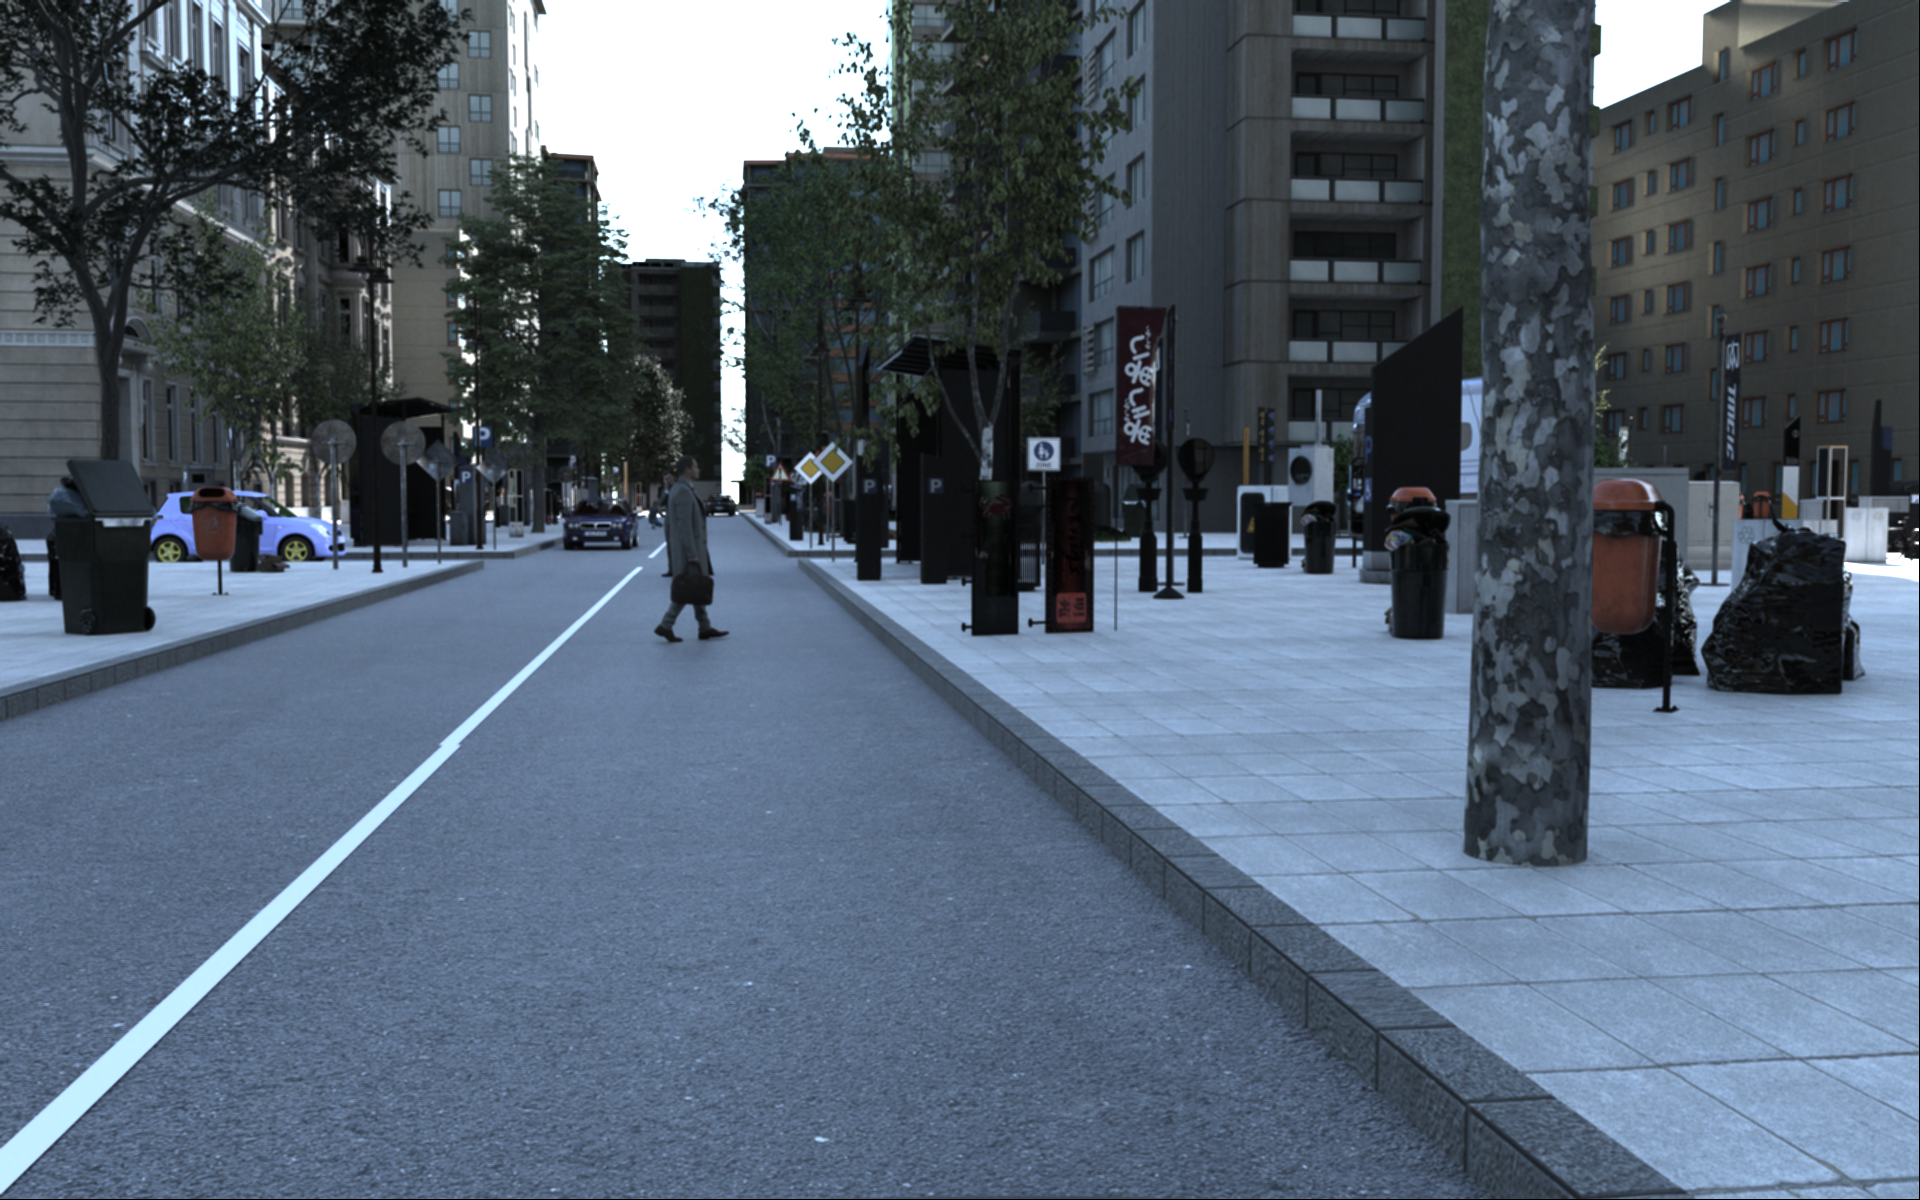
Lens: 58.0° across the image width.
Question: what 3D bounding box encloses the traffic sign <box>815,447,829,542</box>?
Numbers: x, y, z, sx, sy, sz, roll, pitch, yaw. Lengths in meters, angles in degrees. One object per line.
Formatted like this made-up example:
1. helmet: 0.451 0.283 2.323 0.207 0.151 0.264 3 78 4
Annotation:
1. traffic sign: -3.571 -2.849 46.683 0.768 2.556 0.104 0 4 -2

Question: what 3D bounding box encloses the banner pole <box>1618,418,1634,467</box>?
1. banner pole: 21.759 -4.072 56.587 0.863 3.779 0.401 -2 4 -31

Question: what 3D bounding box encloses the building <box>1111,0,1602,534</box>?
1. building: 12.435 -23.032 60.167 14.086 41.232 14.154 0 4 -8

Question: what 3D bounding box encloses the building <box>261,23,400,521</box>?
1. building: -36.042 -16.216 84.224 14.460 24.649 34.723 0 4 -8

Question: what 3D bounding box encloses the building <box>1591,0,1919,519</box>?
1. building: 44.257 -13.806 70.774 28.899 21.520 27.650 0 4 -8

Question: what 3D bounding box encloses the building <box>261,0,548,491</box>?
1. building: -53.373 -34.951 160.681 27.495 52.752 28.713 0 4 -8

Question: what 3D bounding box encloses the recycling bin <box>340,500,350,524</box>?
1. recycling bin: -26.253 -3.800 74.684 0.722 1.027 0.722 0 4 -6

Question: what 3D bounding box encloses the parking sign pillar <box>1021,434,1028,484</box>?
1. parking sign pillar: 2.105 -5.051 71.048 1.447 3.967 1.447 1 4 17

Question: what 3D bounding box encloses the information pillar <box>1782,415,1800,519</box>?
1. information pillar: 24.658 -3.671 51.372 0.504 3.616 0.183 -1 4 -12

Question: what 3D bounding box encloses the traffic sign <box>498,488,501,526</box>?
1. traffic sign: -18.275 -4.194 68.684 0.768 2.556 0.104 0 4 -3

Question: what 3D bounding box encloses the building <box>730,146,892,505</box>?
1. building: -14.925 -34.641 220.997 28.867 44.769 22.147 0 4 -8

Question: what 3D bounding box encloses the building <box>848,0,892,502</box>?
1. building: 1.503 -52.117 164.783 22.319 86.520 31.000 0 4 -8

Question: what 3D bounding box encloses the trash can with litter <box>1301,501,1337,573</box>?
1. trash can with litter: 5.754 -1.027 28.180 0.624 1.170 1.055 0 4 -1

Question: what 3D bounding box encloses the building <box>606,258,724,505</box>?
1. building: -36.536 -27.113 214.992 14.107 30.474 14.160 0 4 -8

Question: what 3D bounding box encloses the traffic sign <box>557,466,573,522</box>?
1. traffic sign: -17.918 -4.808 78.717 0.768 2.556 0.104 0 4 -2

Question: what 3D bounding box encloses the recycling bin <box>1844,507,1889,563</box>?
1. recycling bin: 16.929 -1.218 32.472 0.722 1.027 0.722 1 4 17

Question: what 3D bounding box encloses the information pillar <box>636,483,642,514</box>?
1. information pillar: -21.034 -6.671 113.557 0.304 2.012 0.304 1 4 13

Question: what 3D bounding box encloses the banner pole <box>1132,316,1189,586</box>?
1. banner pole: 2.795 -2.107 24.460 0.863 3.779 0.401 3 4 38

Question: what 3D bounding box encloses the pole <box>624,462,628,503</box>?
1. pole: -20.990 -7.030 108.782 0.158 3.312 0.155 0 3 0

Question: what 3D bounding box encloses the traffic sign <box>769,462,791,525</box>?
1. traffic sign: -7.338 -4.326 70.738 0.884 2.594 0.081 0 4 -5

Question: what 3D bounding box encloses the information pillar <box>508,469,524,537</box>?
1. information pillar: -13.178 -2.869 51.395 0.304 2.012 0.304 2 4 27

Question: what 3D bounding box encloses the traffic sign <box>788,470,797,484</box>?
1. traffic sign: -8.600 -5.528 90.490 0.768 2.556 0.104 0 4 -7

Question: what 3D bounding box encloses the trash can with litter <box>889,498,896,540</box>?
1. trash can with litter: -2.134 -2.303 49.036 1.055 1.170 0.624 3 4 38

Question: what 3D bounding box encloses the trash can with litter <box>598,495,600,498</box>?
1. trash can with litter: -21.042 -5.355 98.604 2.233 1.210 1.678 -1 4 -12

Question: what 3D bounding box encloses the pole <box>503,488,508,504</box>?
1. pole: -19.470 -4.912 74.148 0.158 3.312 0.155 0 3 0

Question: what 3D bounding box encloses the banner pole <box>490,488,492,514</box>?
1. banner pole: -29.899 -7.402 111.041 0.401 3.779 0.863 3 5 45

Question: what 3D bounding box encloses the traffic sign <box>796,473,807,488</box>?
1. traffic sign: -7.482 -4.862 81.616 0.606 2.300 0.079 0 4 0

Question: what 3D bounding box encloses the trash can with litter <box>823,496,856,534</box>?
1. trash can with litter: -3.577 -2.773 56.389 2.233 1.210 1.678 -2 4 -34

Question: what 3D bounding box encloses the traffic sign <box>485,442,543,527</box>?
1. traffic sign: -17.526 -4.542 68.131 2.265 3.308 0.079 0 4 -2

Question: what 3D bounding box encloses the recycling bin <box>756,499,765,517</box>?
1. recycling bin: -10.786 -5.082 95.649 0.722 1.027 0.722 -3 5 -42

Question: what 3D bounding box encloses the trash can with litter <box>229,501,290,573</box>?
1. trash can with litter: -11.582 -1.052 28.584 1.055 1.170 0.624 1 4 13

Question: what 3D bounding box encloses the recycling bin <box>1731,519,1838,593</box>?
1. recycling bin: 8.201 -0.287 17.241 0.722 1.027 0.722 -2 4 -33

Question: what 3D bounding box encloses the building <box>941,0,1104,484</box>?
1. building: 10.665 -26.864 93.850 22.147 44.769 28.867 0 4 -8

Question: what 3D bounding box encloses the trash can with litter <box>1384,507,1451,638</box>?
1. trash can with litter: 4.054 -0.263 15.690 0.624 1.170 1.055 0 4 1

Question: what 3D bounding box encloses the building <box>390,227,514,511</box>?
1. building: -48.117 -17.129 125.104 27.650 21.520 28.899 0 4 -8

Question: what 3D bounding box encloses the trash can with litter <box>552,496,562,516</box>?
1. trash can with litter: -23.726 -5.466 100.752 1.055 1.170 0.624 -2 4 -24

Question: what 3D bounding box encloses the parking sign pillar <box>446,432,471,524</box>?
1. parking sign pillar: -21.706 -5.329 75.600 1.447 3.967 1.447 0 4 -2

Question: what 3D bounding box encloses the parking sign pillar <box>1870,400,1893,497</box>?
1. parking sign pillar: 26.641 -3.772 50.145 1.447 3.967 1.447 2 4 24

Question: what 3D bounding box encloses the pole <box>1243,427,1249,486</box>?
1. pole: 8.736 -3.613 52.922 0.158 3.312 0.155 0 3 0

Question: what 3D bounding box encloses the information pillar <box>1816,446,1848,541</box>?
1. information pillar: 13.303 -1.344 26.466 0.304 2.012 0.304 -1 4 -10

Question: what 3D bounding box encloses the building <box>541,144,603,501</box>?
1. building: -59.152 -34.231 214.307 28.867 44.769 22.147 0 4 -8

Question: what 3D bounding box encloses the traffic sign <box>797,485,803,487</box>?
1. traffic sign: -10.208 -6.749 110.455 0.768 2.556 0.104 0 4 0

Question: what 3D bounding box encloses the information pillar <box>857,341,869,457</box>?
1. information pillar: -1.467 -2.142 26.372 0.183 3.616 0.504 1 4 9

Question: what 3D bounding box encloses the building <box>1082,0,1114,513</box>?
1. building: 2.639 -27.219 128.622 14.154 41.232 14.086 0 4 -8

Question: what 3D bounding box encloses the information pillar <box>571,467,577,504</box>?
1. information pillar: -24.141 -7.144 108.167 0.504 3.616 0.183 2 4 35

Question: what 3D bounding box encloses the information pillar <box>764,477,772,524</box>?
1. information pillar: -8.235 -4.273 74.358 0.304 2.012 0.304 0 4 -2

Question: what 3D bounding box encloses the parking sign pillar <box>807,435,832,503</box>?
1. parking sign pillar: -6.451 -5.574 79.612 1.447 3.967 1.447 3 5 40

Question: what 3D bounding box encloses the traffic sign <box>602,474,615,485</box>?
1. traffic sign: -21.003 -6.326 103.542 0.768 2.556 0.104 0 4 0

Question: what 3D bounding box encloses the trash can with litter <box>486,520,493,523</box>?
1. trash can with litter: -21.547 -4.078 77.732 1.678 1.210 2.233 -1 4 -14

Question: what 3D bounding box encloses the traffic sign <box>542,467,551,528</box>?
1. traffic sign: -15.761 -3.878 65.528 0.606 2.300 0.079 0 4 -4

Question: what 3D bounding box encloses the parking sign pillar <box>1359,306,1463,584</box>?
1. parking sign pillar: 6.532 -2.235 25.019 1.447 3.967 1.447 0 4 -5

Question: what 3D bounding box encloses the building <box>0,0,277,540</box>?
1. building: -31.807 -16.576 56.918 13.634 28.700 20.117 0 4 -8

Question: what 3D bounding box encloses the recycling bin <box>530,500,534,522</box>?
1. recycling bin: -19.511 -4.140 80.236 0.722 1.027 0.722 1 4 22

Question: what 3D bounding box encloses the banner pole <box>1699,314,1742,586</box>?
1. banner pole: 10.579 -2.075 23.943 0.401 3.779 0.863 0 4 0
